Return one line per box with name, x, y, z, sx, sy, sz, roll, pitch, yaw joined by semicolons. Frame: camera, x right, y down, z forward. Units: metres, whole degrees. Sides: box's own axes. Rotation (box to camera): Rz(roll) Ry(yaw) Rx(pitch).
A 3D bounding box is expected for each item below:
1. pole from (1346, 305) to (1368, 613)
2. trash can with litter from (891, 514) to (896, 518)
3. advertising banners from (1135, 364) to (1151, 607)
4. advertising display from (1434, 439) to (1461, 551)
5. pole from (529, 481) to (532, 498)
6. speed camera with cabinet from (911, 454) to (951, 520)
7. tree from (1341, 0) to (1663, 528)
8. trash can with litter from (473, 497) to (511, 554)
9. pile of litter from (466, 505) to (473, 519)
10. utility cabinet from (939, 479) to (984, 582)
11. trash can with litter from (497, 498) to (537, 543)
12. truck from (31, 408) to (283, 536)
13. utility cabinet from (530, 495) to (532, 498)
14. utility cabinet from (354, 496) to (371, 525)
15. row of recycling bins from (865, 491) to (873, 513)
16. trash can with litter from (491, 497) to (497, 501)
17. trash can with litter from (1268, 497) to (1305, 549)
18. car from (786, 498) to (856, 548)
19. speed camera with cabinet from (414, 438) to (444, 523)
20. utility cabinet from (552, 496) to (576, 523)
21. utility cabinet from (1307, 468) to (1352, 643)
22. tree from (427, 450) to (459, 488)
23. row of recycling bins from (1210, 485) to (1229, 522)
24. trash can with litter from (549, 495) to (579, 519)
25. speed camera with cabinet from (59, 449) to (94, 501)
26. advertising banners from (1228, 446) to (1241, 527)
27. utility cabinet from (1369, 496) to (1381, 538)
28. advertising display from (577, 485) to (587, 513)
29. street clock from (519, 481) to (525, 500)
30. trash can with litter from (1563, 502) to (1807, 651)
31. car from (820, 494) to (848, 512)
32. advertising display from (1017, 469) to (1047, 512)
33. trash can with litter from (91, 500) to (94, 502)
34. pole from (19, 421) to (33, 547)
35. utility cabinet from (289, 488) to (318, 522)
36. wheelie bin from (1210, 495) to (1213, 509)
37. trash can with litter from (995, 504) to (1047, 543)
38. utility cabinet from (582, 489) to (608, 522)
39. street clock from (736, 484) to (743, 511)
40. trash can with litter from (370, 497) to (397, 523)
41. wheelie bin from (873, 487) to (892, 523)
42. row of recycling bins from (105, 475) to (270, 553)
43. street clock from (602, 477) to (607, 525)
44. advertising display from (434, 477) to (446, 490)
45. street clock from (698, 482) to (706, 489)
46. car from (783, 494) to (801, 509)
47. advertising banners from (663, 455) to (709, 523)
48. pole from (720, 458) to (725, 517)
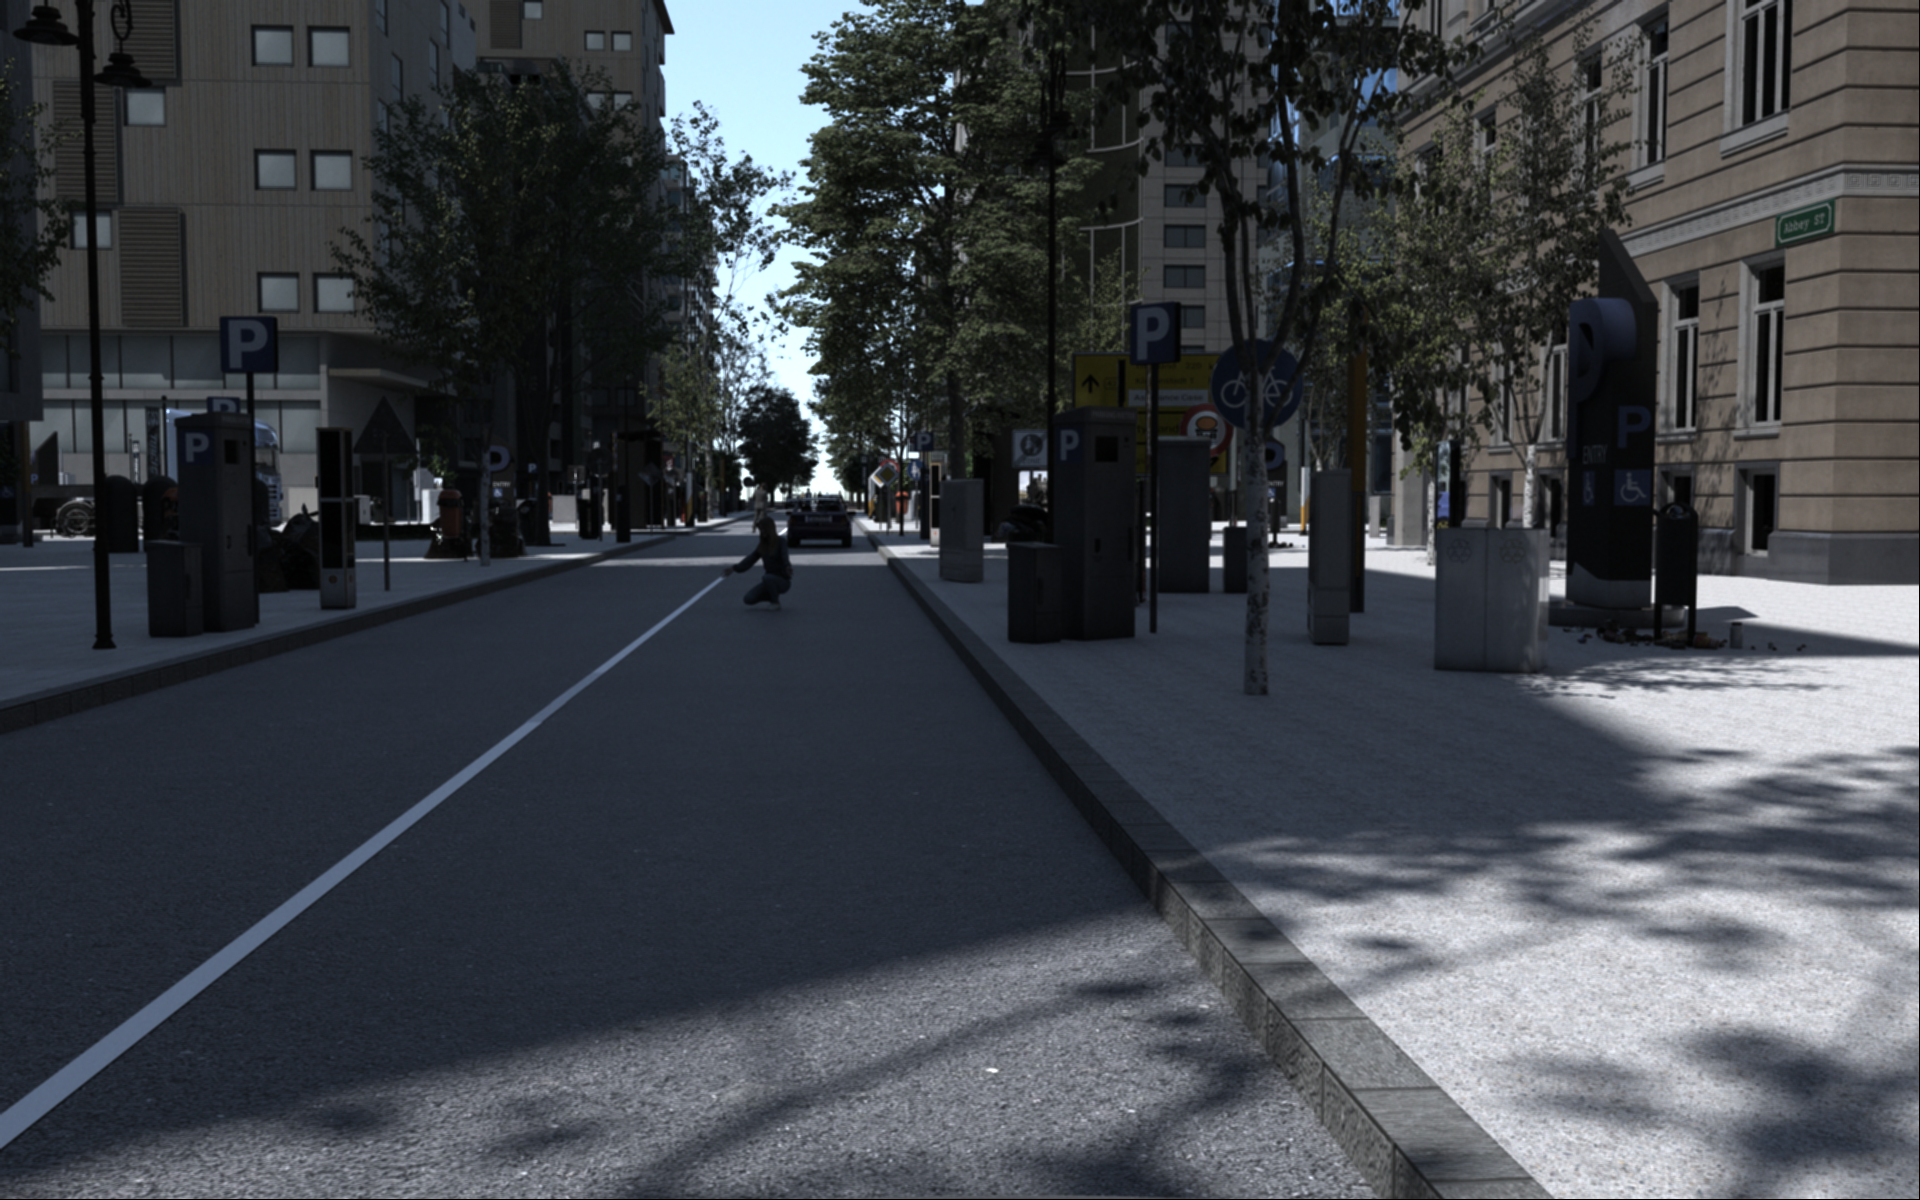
pole;4.275;-1.520;18.699;0.158;3.312;0.155;0;3;0
trash can with litter;-3.608;-4.993;93.022;0.624;1.170;1.055;-2;4;-29
advertising banners;2.157;-1.486;20.476;0.090;3.025;2.074;1;4;11
advertising display;5.868;-0.959;20.887;0.123;1.923;0.974;0;4;5
pole;-27.478;-7.158;110.880;0.158;3.312;0.155;0;3;0
speed camera with cabinet;-1.352;-5.534;84.823;2.038;3.252;0.660;0;4;-3
tree;8.383;-4.611;25.752;4.360;8.622;3.978;0;3;0
trash can with litter;-10.424;-1.622;37.579;2.233;1.210;1.678;-2;4;-30
pile of litter;-24.585;-4.508;87.678;1.719;0.858;1.176;2;4;23
utility cabinet;0.003;-1.028;25.488;0.318;1.500;1.173;-1;4;-19
trash can with litter;-11.385;-2.057;45.012;1.055;1.170;0.624;3;5;41
truck;-30.633;-3.967;54.620;18.799;4.110;2.967;0;4;-6
utility cabinet;-25.434;-5.703;104.399;1.020;1.237;0.306;2;4;24
utility cabinet;-24.250;-3.588;69.828;0.306;1.237;1.020;2;4;29
row of recycling bins;-5.513;-6.524;113.775;1.069;1.692;3.534;1;4;9
trash can with litter;-17.900;-3.361;66.335;0.624;1.170;1.055;0;4;2
trash can with litter;7.464;-1.876;41.727;1.678;1.210;2.233;1;4;13
car;-3.845;-2.150;47.732;1.945;1.354;3.894;0;4;-3
speed camera with cabinet;-18.719;-4.085;61.118;0.660;3.252;2.038;-2;4;-31
utility cabinet;-17.306;-3.950;75.746;1.020;1.237;0.306;-1;4;-12
utility cabinet;3.222;-0.399;15.198;0.318;1.500;1.173;1;4;9
tree;-23.308;-5.029;76.822;1.663;3.219;1.824;0;3;0
row of recycling bins;11.012;-4.449;79.860;3.534;1.692;1.069;-3;5;-39
trash can with litter;-20.934;-4.817;89.807;2.233;1.210;1.678;-2;4;-33
speed camera with cabinet;-38.468;-4.972;75.632;2.038;3.252;0.660;1;4;11
advertising banners;9.951;-4.065;62.643;0.090;3.025;2.074;1;4;20
utility cabinet;12.190;-2.436;50.985;0.306;1.237;1.020;1;4;11
advertising display;-25.944;-6.986;119.432;0.974;1.923;0.123;-1;4;-17
street clock;-24.054;-5.539;95.127;0.358;2.002;0.471;-1;4;-17
trash can with litter;6.119;-0.248;15.116;1.678;1.210;2.233;-1;4;-10
car;-7.443;-5.531;100.214;2.009;1.686;4.222;0;4;-5
advertising display;1.949;-2.399;44.430;0.974;1.923;0.123;1;4;22
trash can with litter;-34.120;-3.460;67.966;0.624;1.170;1.055;3;5;42
pole;-22.490;-2.928;41.709;0.158;3.312;0.155;0;3;0
utility cabinet;-24.769;-3.481;65.594;1.173;1.500;0.318;0;4;1
wheelie bin;7.127;-2.688;51.864;0.693;1.594;0.980;-3;5;-42
trash can with litter;0.910;-0.528;20.022;0.624;1.170;1.055;2;4;30
utility cabinet;-16.780;-4.349;79.785;1.173;1.500;0.318;0;3;0
street clock;-16.426;-7.613;129.049;0.358;2.002;0.471;3;4;38
trash can with litter;-25.119;-3.918;75.451;0.624;1.170;1.055;3;4;38
wheelie bin;-3.432;-4.261;77.568;0.693;1.594;0.980;2;4;33
row of recycling bins;-17.286;-1.928;38.633;3.534;1.692;1.069;-2;4;-31
street clock;-14.855;-4.107;71.715;0.471;2.002;0.358;1;4;9
advertising display;-19.516;-3.630;64.572;0.974;1.923;0.123;3;4;37
street clock;-15.533;-6.105;104.389;0.471;2.002;0.358;1;4;14
car;-15.876;-9.534;165.674;2.009;1.686;4.222;0;4;-5
advertising banners;-12.353;-5.010;78.103;2.074;3.025;0.090;-1;4;-19
pole;-13.943;-6.574;101.324;0.158;3.312;0.155;0;3;0
